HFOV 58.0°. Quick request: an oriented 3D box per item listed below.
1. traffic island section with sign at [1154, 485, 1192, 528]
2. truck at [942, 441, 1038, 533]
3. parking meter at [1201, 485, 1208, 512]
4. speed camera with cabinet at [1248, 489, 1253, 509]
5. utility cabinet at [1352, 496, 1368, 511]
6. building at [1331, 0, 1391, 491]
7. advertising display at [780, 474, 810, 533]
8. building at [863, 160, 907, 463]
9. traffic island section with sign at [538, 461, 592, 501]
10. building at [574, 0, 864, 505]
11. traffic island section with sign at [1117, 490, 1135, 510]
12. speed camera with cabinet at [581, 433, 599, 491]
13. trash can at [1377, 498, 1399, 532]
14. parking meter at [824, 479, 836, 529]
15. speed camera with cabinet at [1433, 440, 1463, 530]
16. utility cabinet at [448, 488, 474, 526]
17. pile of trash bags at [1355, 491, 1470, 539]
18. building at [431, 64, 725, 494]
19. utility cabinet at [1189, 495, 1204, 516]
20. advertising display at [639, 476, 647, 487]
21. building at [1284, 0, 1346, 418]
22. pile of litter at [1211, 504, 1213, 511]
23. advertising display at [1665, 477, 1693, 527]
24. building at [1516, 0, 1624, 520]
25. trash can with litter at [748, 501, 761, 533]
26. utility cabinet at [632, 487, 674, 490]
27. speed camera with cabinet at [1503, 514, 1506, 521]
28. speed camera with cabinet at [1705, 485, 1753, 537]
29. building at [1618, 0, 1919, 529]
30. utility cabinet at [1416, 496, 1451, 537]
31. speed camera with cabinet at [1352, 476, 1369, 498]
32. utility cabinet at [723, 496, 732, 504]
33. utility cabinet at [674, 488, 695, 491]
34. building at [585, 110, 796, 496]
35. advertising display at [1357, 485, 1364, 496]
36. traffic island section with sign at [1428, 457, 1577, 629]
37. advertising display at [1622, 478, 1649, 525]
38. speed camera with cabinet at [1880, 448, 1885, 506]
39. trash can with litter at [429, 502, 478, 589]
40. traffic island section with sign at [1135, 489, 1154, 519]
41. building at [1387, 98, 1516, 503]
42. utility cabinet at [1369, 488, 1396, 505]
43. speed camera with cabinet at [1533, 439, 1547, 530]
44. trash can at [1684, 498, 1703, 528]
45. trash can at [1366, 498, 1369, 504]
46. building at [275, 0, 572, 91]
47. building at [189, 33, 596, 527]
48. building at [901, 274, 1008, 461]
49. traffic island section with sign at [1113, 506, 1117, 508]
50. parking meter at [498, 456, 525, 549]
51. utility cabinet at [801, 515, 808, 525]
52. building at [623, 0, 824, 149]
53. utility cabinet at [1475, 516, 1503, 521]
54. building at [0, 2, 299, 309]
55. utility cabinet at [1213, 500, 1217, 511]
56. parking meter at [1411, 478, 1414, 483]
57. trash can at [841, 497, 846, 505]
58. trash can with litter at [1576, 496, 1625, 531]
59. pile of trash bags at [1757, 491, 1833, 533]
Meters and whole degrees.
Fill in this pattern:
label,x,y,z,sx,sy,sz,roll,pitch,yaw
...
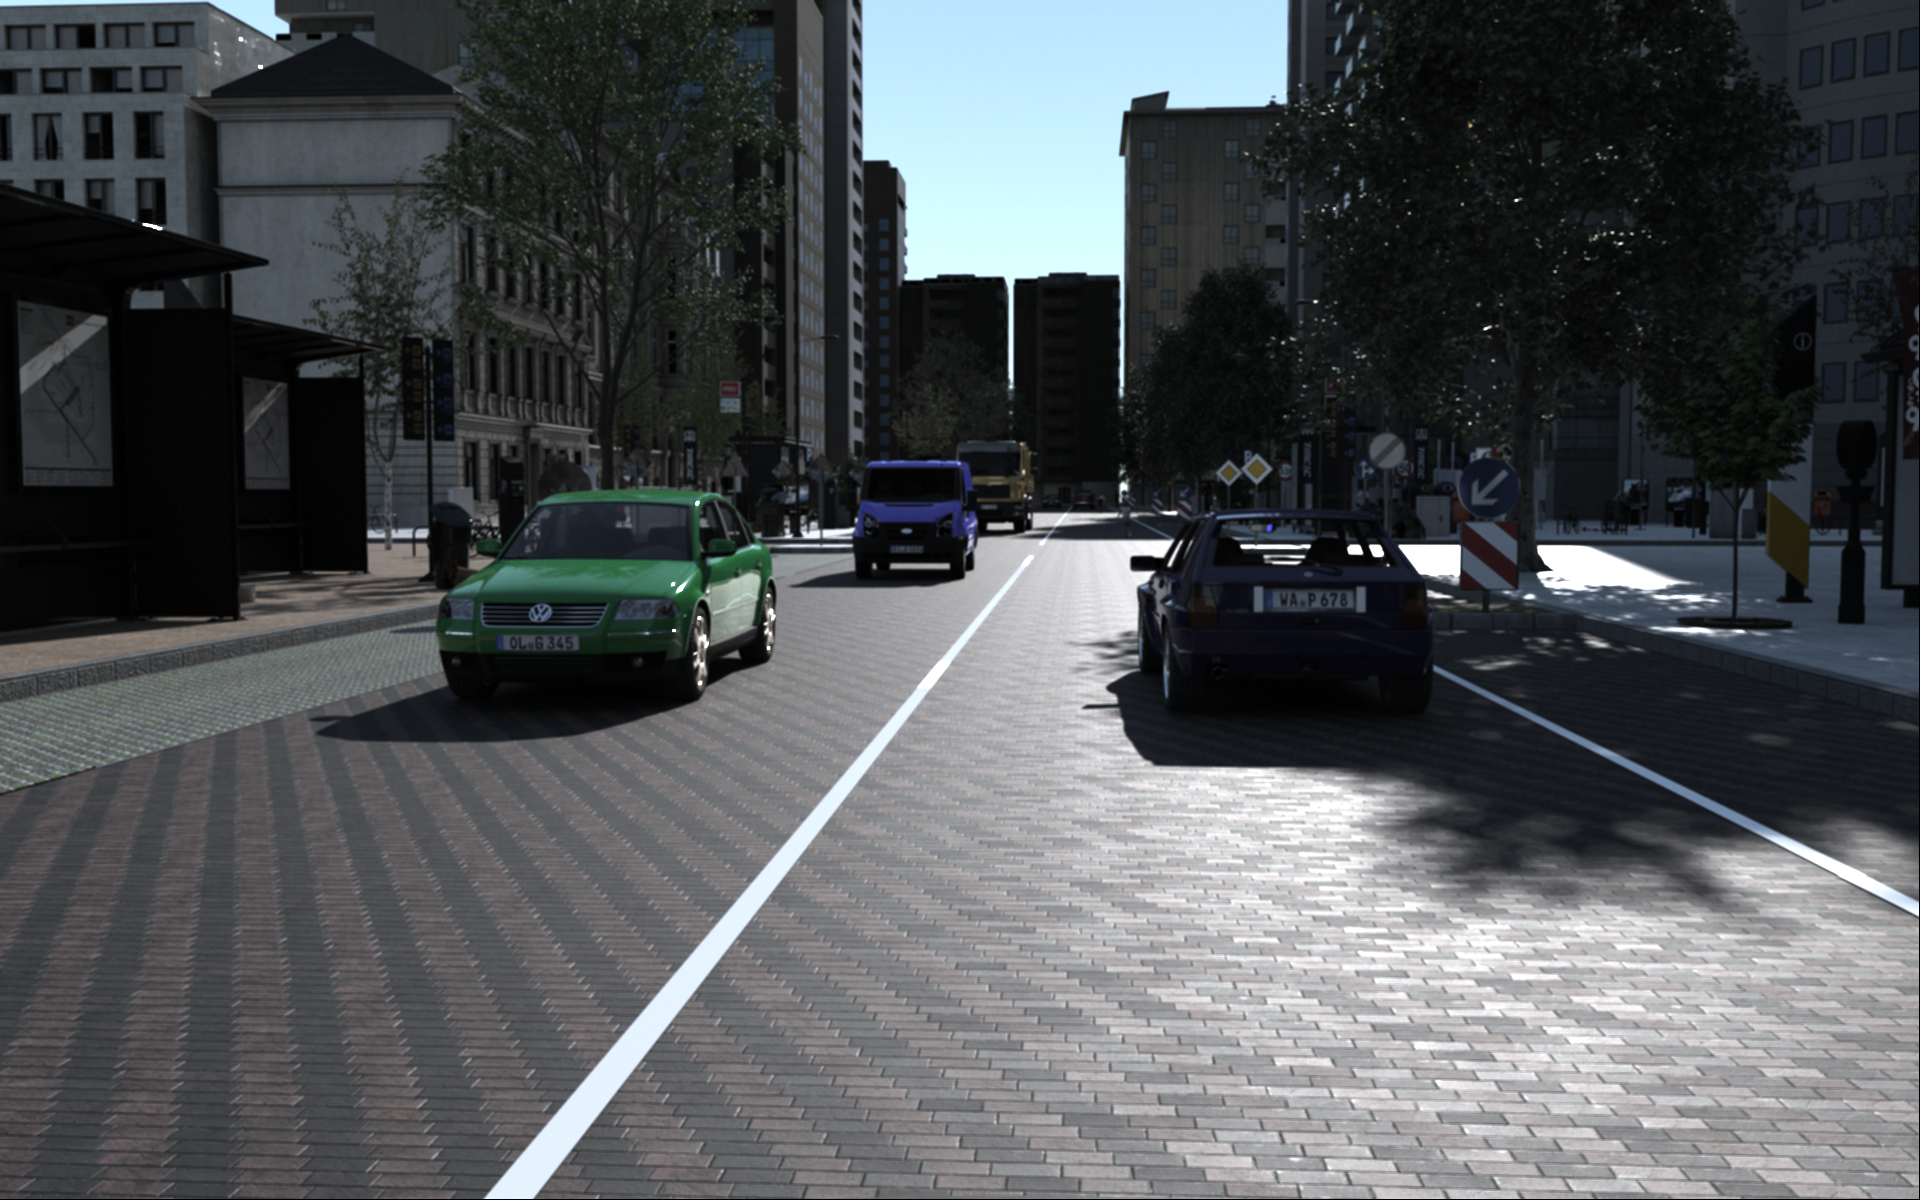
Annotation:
label,x,y,z,sx,sy,sz,roll,pitch,yaw
traffic island section with sign,9.509,-4.035,74.606,1.989,1.847,2.006,0,4,4
truck,1.365,-4.295,66.142,3.469,3.379,9.791,0,4,5
parking meter,16.558,-6.819,117.205,0.399,1.863,0.255,-1,4,-14
speed camera with cabinet,16.985,-6.540,101.270,0.660,3.252,2.038,2,4,34
utility cabinet,15.124,-3.340,65.776,0.306,1.237,1.020,-1,4,-14
building,42.328,-31.772,139.088,23.786,49.044,30.456,0,4,4
advertising display,-5.375,-3.139,56.533,0.974,1.923,0.123,0,4,6
building,-14.702,-35.574,231.753,14.200,45.320,14.600,0,4,4
traffic island section with sign,-4.716,-0.706,20.170,1.989,1.847,2.006,0,4,4
building,-24.432,-38.918,178.305,28.212,58.520,21.231,0,4,4
traffic island section with sign,14.941,-8.743,151.571,1.989,1.847,2.006,0,4,4
speed camera with cabinet,-11.985,-3.760,55.814,0.660,3.252,2.038,-1,4,-10
trash can,13.847,-2.714,56.035,0.748,1.137,0.748,0,3,0
parking meter,-4.760,-3.525,63.351,0.399,1.863,0.255,-3,5,-44
speed camera with cabinet,17.606,-4.158,62.319,0.660,3.252,2.038,0,4,-1
utility cabinet,-17.517,-3.185,60.761,0.318,1.500,1.173,1,4,15
pile of trash bags,12.975,-2.454,49.881,3.447,1.369,1.912,1,4,13
building,-22.694,-17.302,101.973,14.460,24.649,34.723,0,4,4
utility cabinet,13.867,-5.517,101.366,0.306,1.237,1.020,-2,4,-35
advertising display,-11.741,-3.590,63.904,0.123,1.923,0.974,-2,4,-25
building,42.608,-38.395,169.758,21.231,58.520,28.212,0,4,4
pile of litter,15.042,-5.470,103.395,1.176,0.858,1.719,0,4,5
advertising display,28.029,-3.809,67.498,0.974,1.923,0.123,1,4,16
building,36.359,-24.819,89.381,14.154,41.232,14.086,0,4,4
trash can with litter,-6.645,-2.828,57.621,0.624,1.170,1.055,2,4,34
utility cabinet,-9.226,-2.639,51.824,1.173,1.500,0.318,-3,5,-44
speed camera with cabinet,19.045,-4.086,61.137,2.038,3.252,0.660,-2,4,-32
speed camera with cabinet,23.505,-3.582,52.897,0.660,3.252,2.038,0,4,-1
building,44.217,-32.282,69.814,28.212,58.520,21.231,0,4,4
utility cabinet,14.183,-2.492,51.912,1.020,1.237,0.306,-1,4,-18
speed camera with cabinet,20.785,-5.798,89.139,2.038,3.252,0.660,0,4,6
utility cabinet,-8.195,-2.941,59.245,0.306,1.237,1.020,2,4,27
utility cabinet,-10.256,-3.333,63.178,1.173,1.500,0.318,2,4,25
building,-20.796,-22.174,134.246,14.160,30.474,14.107,0,4,4
advertising display,27.013,-6.873,117.585,0.123,1.923,0.974,-3,5,-43
traffic island section with sign,5.622,-0.657,19.367,1.989,1.847,2.006,0,4,4
advertising display,27.706,-4.032,71.141,0.974,1.923,0.123,0,4,8
speed camera with cabinet,18.212,-2.313,32.161,2.038,3.252,0.660,0,4,-8
trash can with litter,-6.735,-0.737,23.437,0.624,1.170,1.055,-3,5,-42
traffic island section with sign,11.413,-5.680,101.494,1.989,1.847,2.006,0,4,4
building,35.709,-21.068,116.163,14.160,30.474,14.107,0,4,4
utility cabinet,14.310,-3.061,58.723,0.318,1.500,1.173,-1,4,-19
speed camera with cabinet,20.817,-4.207,63.128,0.660,3.252,2.038,0,4,4
trash can,27.788,-3.300,65.600,0.748,1.137,0.748,0,3,0
trash can,14.970,-3.120,62.665,0.748,1.137,0.748,0,3,0
building,-52.890,-35.943,176.899,27.495,52.752,28.713,0,4,4
building,-23.209,-12.877,75.159,10.561,19.102,19.286,0,4,4
building,-0.618,-28.075,230.721,14.107,30.474,14.160,0,4,4
traffic island section with sign,16.878,-10.426,179.090,1.989,1.847,2.006,0,4,4
parking meter,-6.914,-1.288,26.769,0.255,1.863,0.399,-3,5,-39
utility cabinet,-6.726,-3.785,70.565,1.173,1.500,0.318,-3,5,-43
building,-19.492,-30.444,147.863,14.600,45.320,14.200,0,4,4
utility cabinet,15.349,-2.498,49.518,1.173,1.500,0.318,3,4,37
building,-37.305,-13.255,71.479,16.860,20.320,10.420,0,4,4
utility cabinet,14.958,-5.360,98.794,1.020,1.237,0.306,-1,4,-9
parking meter,16.626,-3.511,63.109,0.255,1.863,0.399,-2,4,-34
trash can,-5.838,-4.763,89.530,0.748,1.137,0.748,0,3,0
trash can with litter,22.263,-3.005,60.182,2.233,1.210,1.678,-1,4,-12
pile of trash bags,27.518,-2.976,58.407,3.447,1.369,1.912,2,4,33
